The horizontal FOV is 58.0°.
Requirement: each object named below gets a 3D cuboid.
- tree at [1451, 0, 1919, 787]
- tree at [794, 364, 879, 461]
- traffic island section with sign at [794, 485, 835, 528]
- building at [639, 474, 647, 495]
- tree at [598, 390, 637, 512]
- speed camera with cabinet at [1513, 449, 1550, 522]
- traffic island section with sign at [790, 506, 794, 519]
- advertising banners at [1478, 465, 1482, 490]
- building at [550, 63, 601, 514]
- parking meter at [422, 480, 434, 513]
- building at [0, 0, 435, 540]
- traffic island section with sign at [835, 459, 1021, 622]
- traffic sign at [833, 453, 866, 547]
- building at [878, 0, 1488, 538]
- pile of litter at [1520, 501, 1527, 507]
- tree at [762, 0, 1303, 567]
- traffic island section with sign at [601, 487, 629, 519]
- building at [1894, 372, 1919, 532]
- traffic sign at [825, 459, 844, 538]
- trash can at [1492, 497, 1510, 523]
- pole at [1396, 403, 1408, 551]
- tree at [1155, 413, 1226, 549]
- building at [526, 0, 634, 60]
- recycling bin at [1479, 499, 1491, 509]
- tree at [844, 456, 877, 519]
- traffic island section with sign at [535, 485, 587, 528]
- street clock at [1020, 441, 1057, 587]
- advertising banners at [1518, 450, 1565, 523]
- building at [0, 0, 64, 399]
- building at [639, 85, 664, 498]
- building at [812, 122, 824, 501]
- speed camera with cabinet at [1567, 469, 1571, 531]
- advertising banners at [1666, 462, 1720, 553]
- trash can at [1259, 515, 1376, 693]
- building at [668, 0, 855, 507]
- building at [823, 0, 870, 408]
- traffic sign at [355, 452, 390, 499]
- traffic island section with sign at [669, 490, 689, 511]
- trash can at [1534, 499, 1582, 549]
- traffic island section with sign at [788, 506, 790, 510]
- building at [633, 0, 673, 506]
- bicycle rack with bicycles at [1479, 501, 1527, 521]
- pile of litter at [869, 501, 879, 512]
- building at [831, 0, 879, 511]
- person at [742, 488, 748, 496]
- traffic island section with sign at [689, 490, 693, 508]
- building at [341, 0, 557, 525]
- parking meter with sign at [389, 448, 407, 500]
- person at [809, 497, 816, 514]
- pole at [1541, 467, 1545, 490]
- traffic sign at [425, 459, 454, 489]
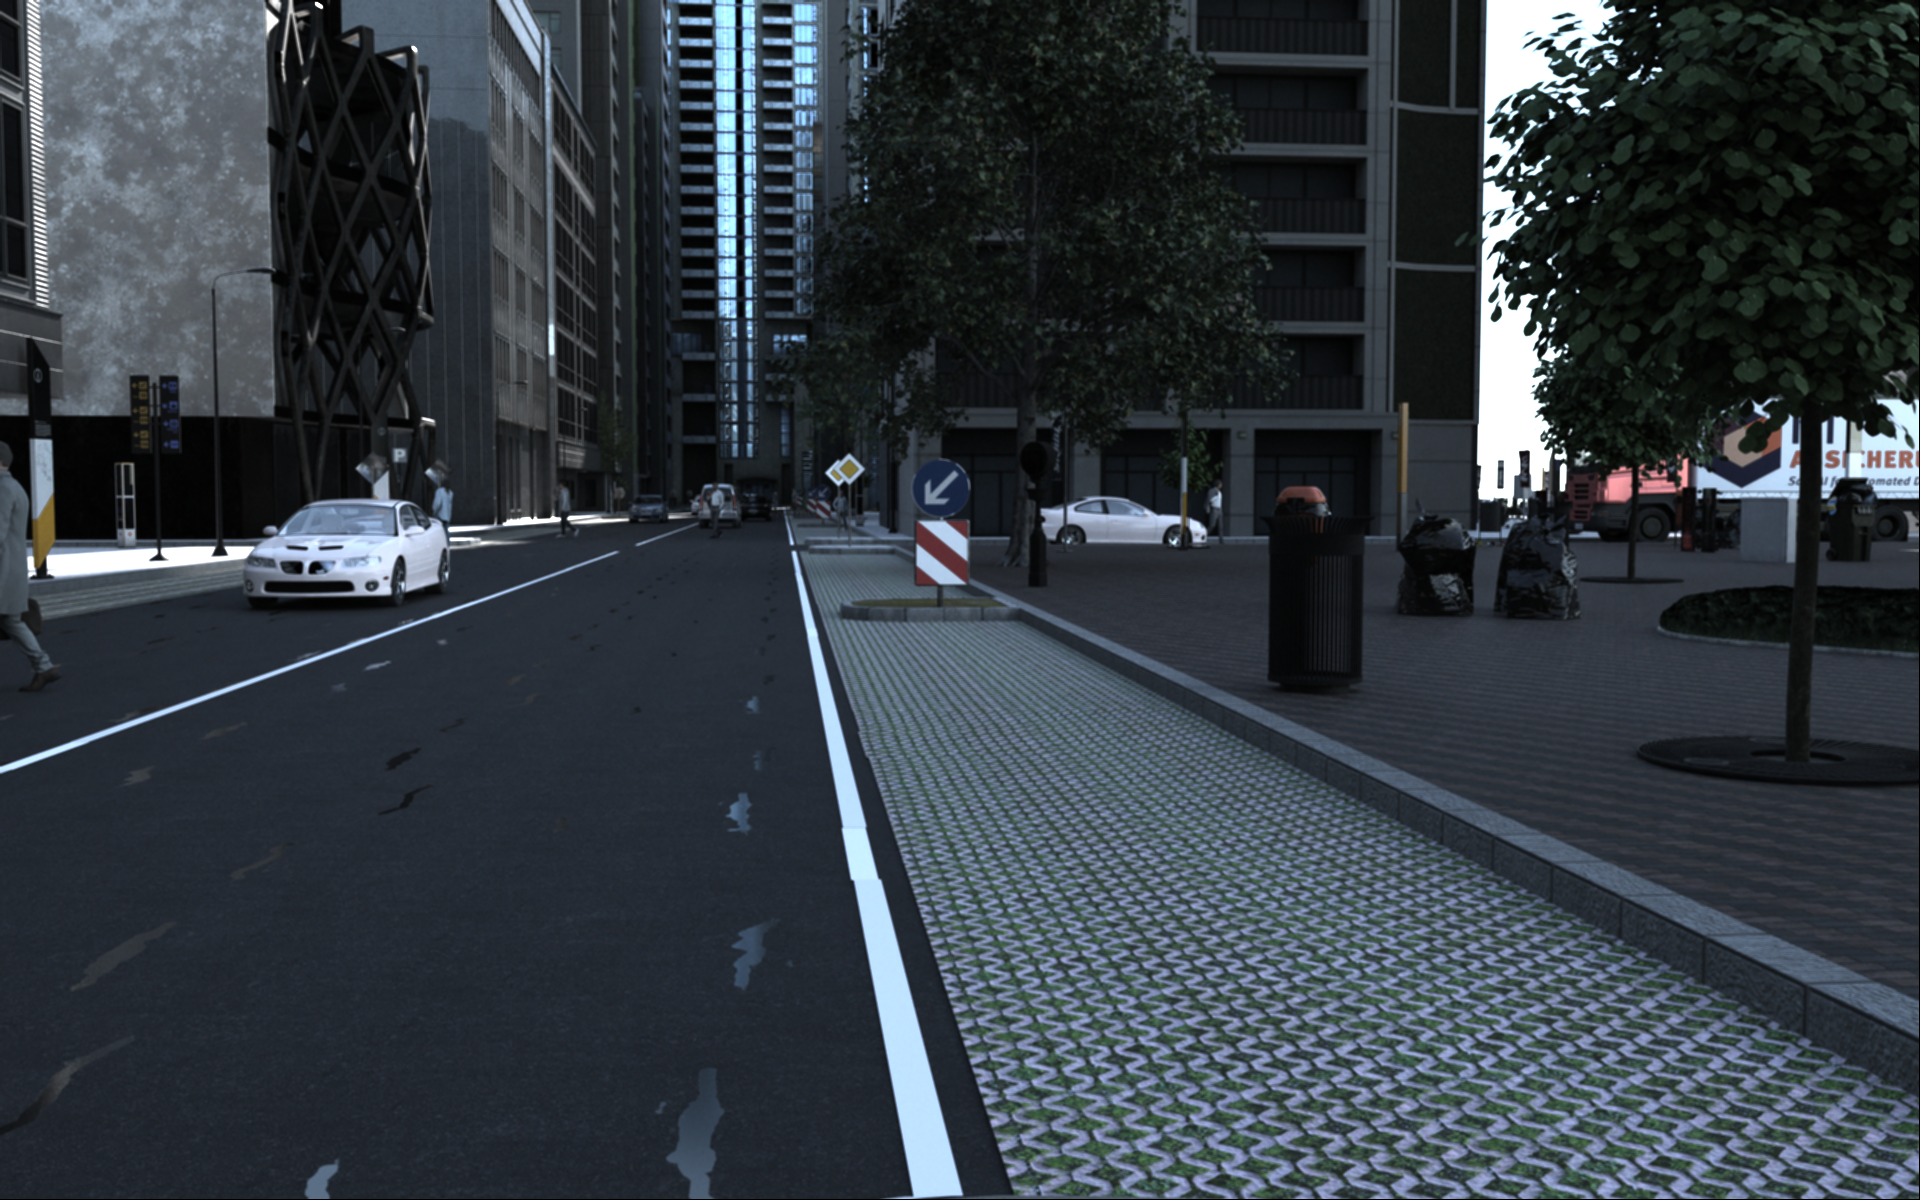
[{"bbox_3d":[3.997,-1.489,8.058,4.285,4.588,4.351,0,3,0],"label":"tree"},{"bbox_3d":[-7.595,-11.614,115.646,9.928,11.665,9.643,0,3,0],"label":"tree"},{"bbox_3d":[-6.018,-4.034,74.577,1.989,1.847,2.006,0,4,-6],"label":"traffic island section with sign"},{"bbox_3d":[-43.606,-27.870,147.550,32.217,40.220,23.993,0,4,-6],"label":"building"},{"bbox_3d":[-24.360,-10.426,120.822,4.737,8.622,4.395,0,3,0],"label":"tree"},{"bbox_3d":[25.505,-5.073,77.283,2.038,3.252,0.660,-3,4,-39],"label":"speed camera with cabinet"},{"bbox_3d":[-8.790,-5.674,101.389,1.989,1.847,2.006,0,4,-6],"label":"traffic island section with sign"},{"bbox_3d":[30.517,-6.570,103.613,0.090,3.025,2.074,-1,4,-23],"label":"advertising banners"},{"bbox_3d":[-29.706,-18.883,102.240,14.314,27.812,24.014,0,4,-6],"label":"building"},{"bbox_3d":[-21.456,-3.923,69.856,0.399,1.863,0.255,0,4,-2],"label":"parking meter"},{"bbox_3d":[-26.122,-11.529,55.958,16.820,18.784,16.811,0,4,-6],"label":"building"},{"bbox_3d":[-0.397,-0.712,20.265,1.989,1.847,2.006,0,4,-6],"label":"traffic island section with sign"},{"bbox_3d":[-2.688,-2.351,42.085,0.795,2.450,0.064,0,4,-6],"label":"traffic sign"},{"bbox_3d":[7.868,-37.997,59.499,20.611,71.187,20.563,0,4,-6],"label":"building"},{"bbox_3d":[40.154,-6.755,124.408,1.176,0.858,1.719,2,4,29],"label":"pile of litter"},{"bbox_3d":[1.283,-6.954,30.712,9.611,12.733,9.660,0,3,0],"label":"tree"},{"bbox_3d":[-19.720,-5.620,100.510,1.989,1.847,2.006,0,4,-6],"label":"traffic island section with sign"},{"bbox_3d":[34.948,-23.036,60.235,14.086,41.232,14.154,0,4,-6],"label":"building"},{"bbox_3d":[-3.509,-2.837,50.028,0.795,2.450,0.064,0,4,-6],"label":"traffic sign"},{"bbox_3d":[23.851,-3.959,76.391,0.748,1.137,0.748,0,3,0],"label":"trash can"},{"bbox_3d":[9.905,-2.749,38.783,0.158,3.312,0.155,0,3,0],"label":"pole"},{"bbox_3d":[5.567,-2.852,41.224,1.663,3.219,1.824,0,3,0],"label":"tree"},{"bbox_3d":[-31.840,-27.258,129.255,14.154,41.232,14.086,0,4,-6],"label":"building"},{"bbox_3d":[28.335,-4.991,94.160,0.722,1.027,0.722,-3,4,-36],"label":"recycling bin"},{"bbox_3d":[-5.379,-5.779,89.094,1.663,3.219,1.824,0,3,0],"label":"tree"},{"bbox_3d":[-16.949,-3.980,73.697,1.989,1.847,2.006,0,4,-6],"label":"traffic island section with sign"},{"bbox_3d":[1.079,-1.185,23.949,0.471,2.002,0.358,3,4,38],"label":"street clock"},{"bbox_3d":[22.908,-4.400,68.122,2.074,3.025,0.090,3,5,43],"label":"advertising banners"},{"bbox_3d":[-20.186,-13.562,15.251,14.314,27.812,24.014,0,4,-6],"label":"building"},{"bbox_3d":[-36.588,-29.648,168.336,14.154,41.232,14.086,0,4,-6],"label":"building"},{"bbox_3d":[-9.491,-31.217,193.986,14.154,41.232,14.086,0,4,-6],"label":"building"},{"bbox_3d":[22.159,-4.026,60.161,2.038,3.252,0.660,1,4,20],"label":"speed camera with cabinet"},{"bbox_3d":[16.352,-2.605,38.783,0.090,3.025,2.074,-1,4,-10],"label":"advertising banners"},{"bbox_3d":[2.327,0.020,11.327,0.748,1.137,0.748,0,3,0],"label":"trash can"},{"bbox_3d":[-29.563,-55.304,216.890,31.000,86.520,22.319,0,4,-6],"label":"building"},{"bbox_3d":[-3.098,-38.583,172.823,21.231,58.520,28.212,0,4,-6],"label":"building"},{"bbox_3d":[-13.875,-2.282,40.953,0.795,2.450,0.064,0,4,-6],"label":"traffic sign"},{"bbox_3d":[-24.937,-8.705,150.960,1.989,1.847,2.006,0,4,-6],"label":"traffic island section with sign"},{"bbox_3d":[11.908,-1.413,34.758,0.748,1.137,0.748,0,3,0],"label":"trash can"},{"bbox_3d":[-14.002,-8.756,151.785,1.989,1.847,2.006,0,4,-6],"label":"traffic island section with sign"},{"bbox_3d":[-45.609,-39.397,186.140,28.212,58.520,21.231,0,4,-6],"label":"building"},{"bbox_3d":[26.850,-4.314,83.914,2.852,0.926,2.925,-1,4,-14],"label":"bicycle rack with bicycles"},{"bbox_3d":[-5.983,-6.721,123.850,1.176,0.858,1.719,1,4,14],"label":"pile of litter"},{"bbox_3d":[-0.262,-50.723,141.990,22.319,86.520,31.000,0,4,-6],"label":"building"},{"bbox_3d":[-13.151,-5.920,105.481,0.721,1.800,0.419,2,4,33],"label":"person"},{"bbox_3d":[-27.761,-10.372,178.211,1.989,1.847,2.006,0,4,-6],"label":"traffic island section with sign"},{"bbox_3d":[-26.149,-16.012,79.820,12.078,24.808,19.932,0,4,-6],"label":"building"},{"bbox_3d":[-21.686,-4.298,66.527,0.543,3.016,1.738,-2,4,-30],"label":"parking meter with sign"},{"bbox_3d":[-10.741,-7.091,125.902,0.593,1.643,0.415,-1,4,-13],"label":"person"},{"bbox_3d":[43.498,-8.281,129.240,0.158,3.312,0.155,0,3,0],"label":"pole"},{"bbox_3d":[-14.696,-2.768,48.896,0.795,2.450,0.064,0,4,-6],"label":"traffic sign"}]
